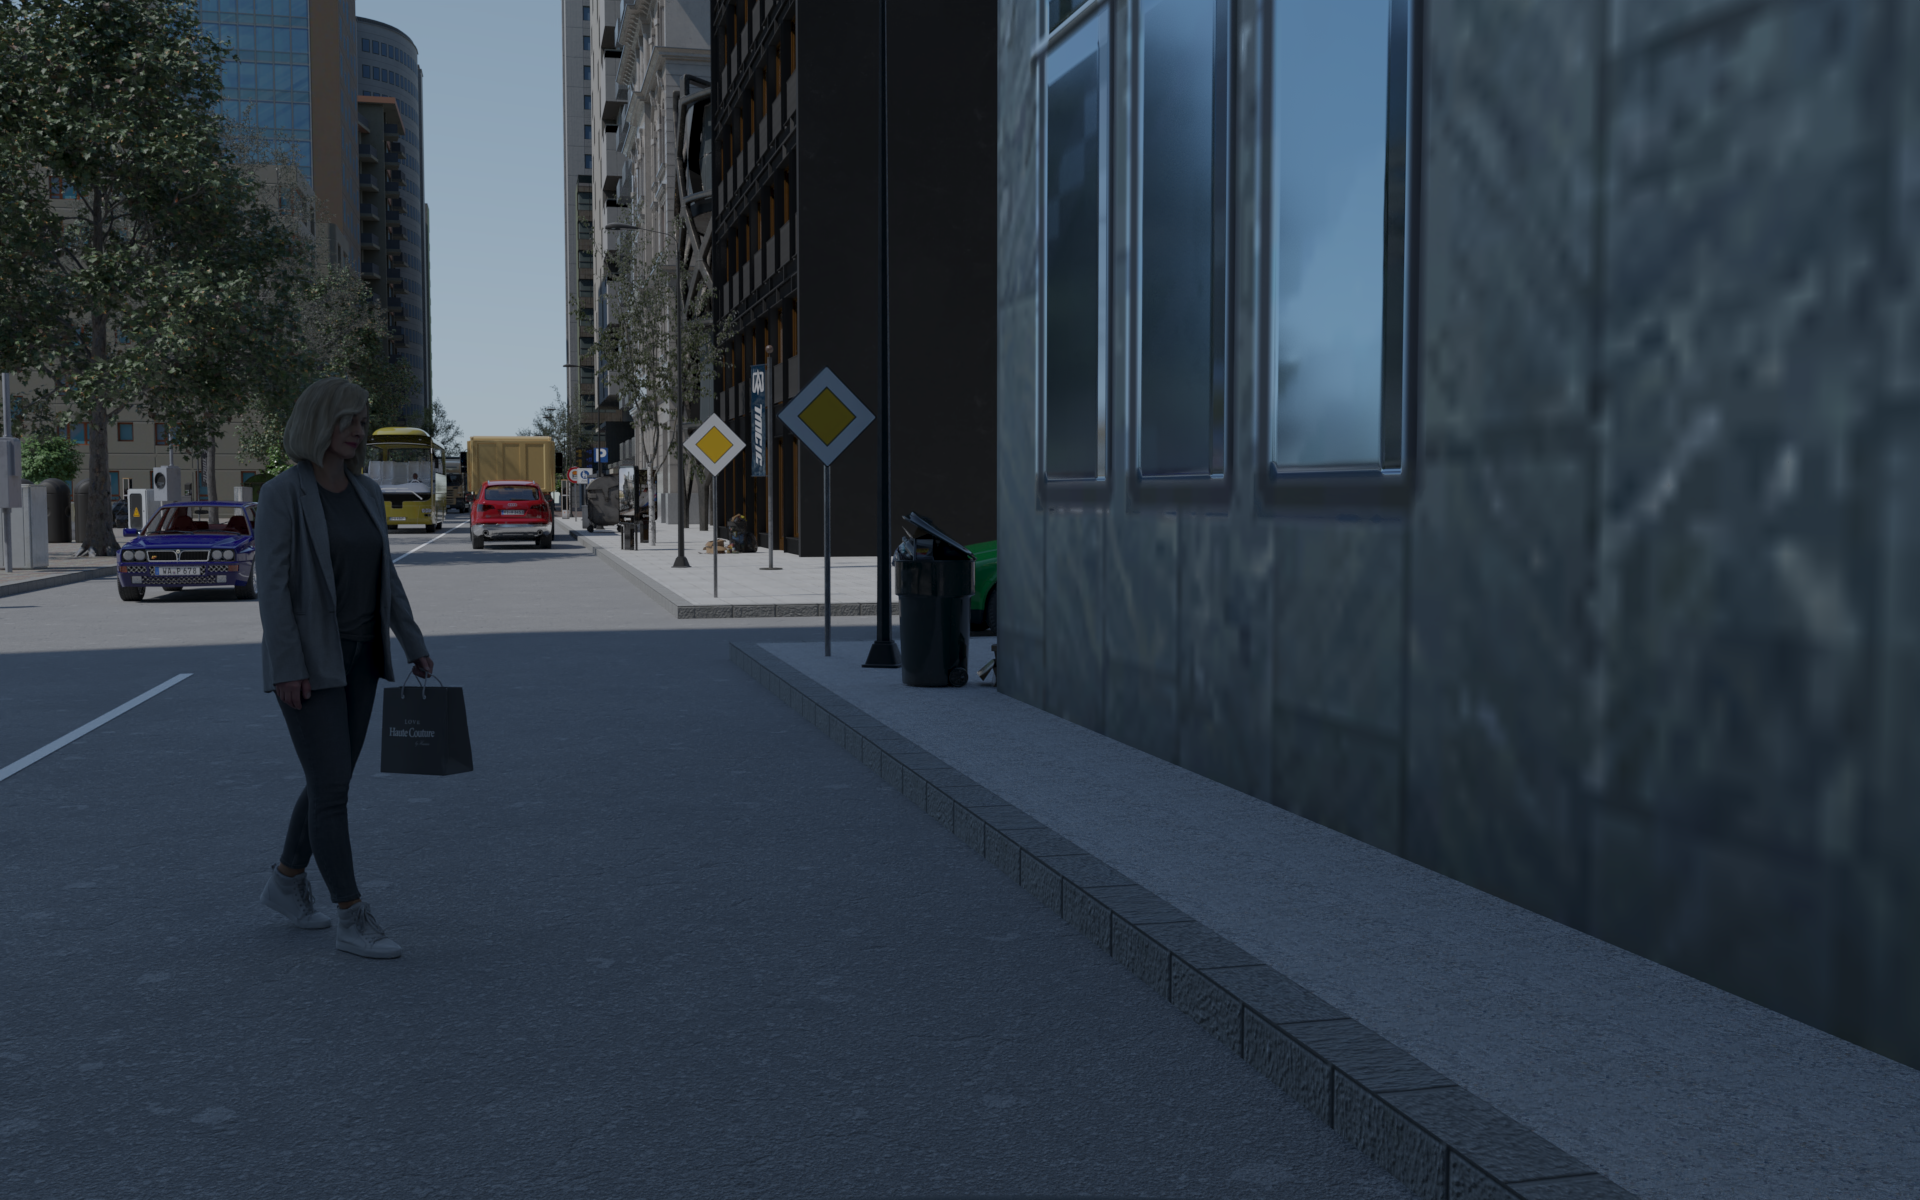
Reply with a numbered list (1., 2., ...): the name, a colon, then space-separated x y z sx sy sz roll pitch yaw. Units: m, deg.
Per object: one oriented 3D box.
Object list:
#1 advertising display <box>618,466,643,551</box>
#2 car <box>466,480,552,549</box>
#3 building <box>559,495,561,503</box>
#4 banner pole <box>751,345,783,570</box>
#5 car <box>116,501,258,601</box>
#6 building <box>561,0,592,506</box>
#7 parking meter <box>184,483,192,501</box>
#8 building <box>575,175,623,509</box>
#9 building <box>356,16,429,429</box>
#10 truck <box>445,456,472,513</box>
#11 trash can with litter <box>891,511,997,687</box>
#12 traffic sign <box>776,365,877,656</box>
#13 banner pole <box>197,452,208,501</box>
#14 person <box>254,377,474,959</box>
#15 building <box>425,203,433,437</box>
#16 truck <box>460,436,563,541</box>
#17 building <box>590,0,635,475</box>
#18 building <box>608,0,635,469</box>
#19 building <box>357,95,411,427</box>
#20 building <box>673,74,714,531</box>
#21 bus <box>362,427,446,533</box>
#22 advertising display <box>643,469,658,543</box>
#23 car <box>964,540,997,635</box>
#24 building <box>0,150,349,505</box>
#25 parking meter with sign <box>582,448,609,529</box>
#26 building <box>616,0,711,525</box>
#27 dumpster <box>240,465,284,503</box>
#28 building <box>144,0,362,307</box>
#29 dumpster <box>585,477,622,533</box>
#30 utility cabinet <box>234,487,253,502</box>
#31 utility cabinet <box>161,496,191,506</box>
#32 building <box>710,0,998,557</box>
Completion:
1. advertising display: -7.552 -2.097 39.505 0.123 1.923 0.974 -2 4 -33
2. car: -12.135 -2.327 46.714 2.281 1.827 5.304 -1 4 -16
3. building: -39.575 -33.626 241.660 32.217 40.220 23.993 -1 4 -14
4. banner pole: -3.342 -2.411 29.438 0.401 3.779 0.863 -3 4 -36
5. car: -10.689 -0.733 24.571 1.945 1.354 3.894 -1 4 -13
6. building: -33.648 -39.908 194.492 21.231 58.520 28.212 -1 4 -14
7. parking meter: -39.138 -5.025 87.867 0.255 1.863 0.399 0 4 -4
8. building: -28.361 -23.786 160.595 14.160 30.474 14.107 -1 4 -14
9. building: -77.325 -41.045 213.084 21.231 58.520 28.212 -1 4 -14
10. truck: -38.503 -8.686 130.925 2.839 4.237 11.283 -1 4 -12
11. trash can with litter: 0.068 -0.019 11.694 1.055 1.170 0.624 0 4 -3
12. traffic sign: -1.048 -0.611 13.635 0.795 2.450 0.064 -1 4 -14
13. banner pole: -31.423 -5.004 71.840 0.401 3.779 0.863 1 4 18
14. person: -1.981 0.189 5.593 0.728 1.800 0.709 2 4 29
15. building: -79.303 -33.728 235.039 14.154 41.232 14.086 -1 4 -14
16. truck: -14.628 -3.709 56.560 3.469 3.379 9.791 -1 4 -14
17. building: -15.655 -33.739 140.865 28.713 52.752 27.495 -1 4 -14
18. building: -10.571 -30.142 112.425 23.786 49.044 30.456 -1 4 -14
19. building: -70.936 -32.455 185.255 22.147 44.769 28.867 -1 4 -14
20. building: -2.358 -12.110 65.456 16.820 18.784 16.811 -1 4 -14
21. bus: -21.483 -4.629 67.226 2.896 3.916 12.252 -1 4 -14
22. advertising display: -8.255 -2.459 45.424 0.123 1.923 0.974 2 4 24
23. car: 1.690 -0.551 17.807 4.718 1.807 1.959 -1 4 -16
24. building: -51.841 -15.723 102.113 27.650 21.520 28.899 -1 4 -14
25. parking meter with sign: -13.634 -4.180 64.602 0.543 3.016 1.738 0 4 7
26. building: -9.004 -18.157 84.256 14.401 28.519 23.554 -1 4 -14
27. dumpster: -23.231 -3.401 58.092 1.502 2.255 1.985 -1 4 -14
28. building: -50.939 -28.996 124.201 14.600 45.320 14.200 -1 4 -14
29. dumpster: -11.880 -3.198 58.050 1.264 1.857 1.865 -1 4 -14
30. utility cabinet: -21.572 -2.661 52.187 0.318 1.500 1.173 -2 4 -34
31. utility cabinet: -28.496 -3.167 62.934 1.020 1.237 0.306 -3 5 -42
32. building: 0.774 -13.080 43.536 12.332 23.373 15.834 -1 4 -14
